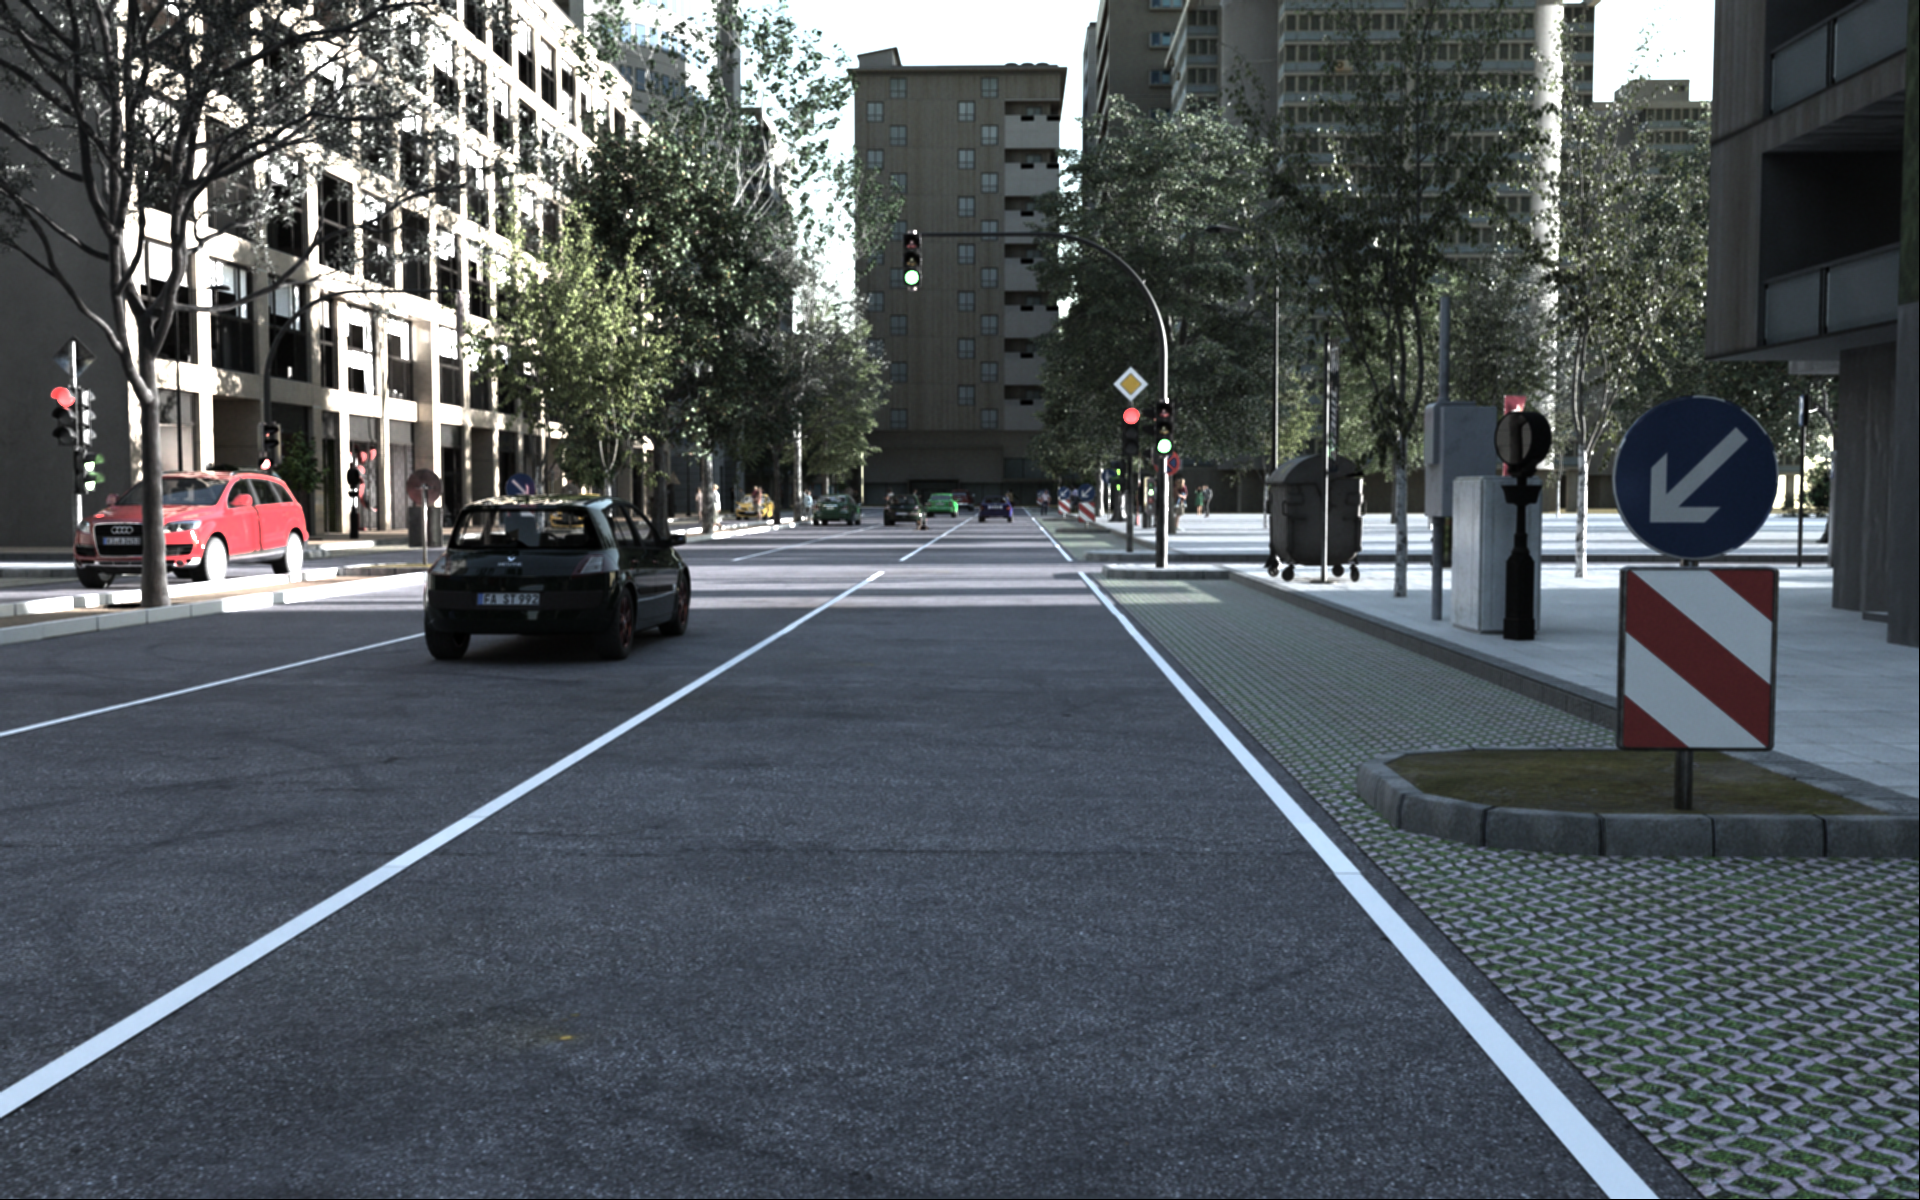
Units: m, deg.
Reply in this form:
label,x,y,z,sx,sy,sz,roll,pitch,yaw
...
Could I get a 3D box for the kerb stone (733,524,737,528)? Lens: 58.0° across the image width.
label,x,y,z,sx,sy,sz,roll,pitch,yaw
kerb stone,-9.585,-3.072,72.501,0.120,0.150,1.000,0,4,2

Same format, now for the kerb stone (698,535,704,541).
label,x,y,z,sx,sy,sz,roll,pitch,yaw
kerb stone,-8.059,-1.878,52.971,0.120,0.150,1.000,0,4,2

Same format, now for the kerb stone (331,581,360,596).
label,x,y,z,sx,sy,sz,roll,pitch,yaw
kerb stone,-8.886,-0.160,24.808,0.120,0.150,1.000,0,4,2

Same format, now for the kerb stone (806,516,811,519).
label,x,y,z,sx,sy,sz,roll,pitch,yaw
kerb stone,-8.791,-4.704,99.146,0.120,0.150,1.000,0,4,2

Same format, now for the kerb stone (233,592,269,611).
label,x,y,z,sx,sy,sz,roll,pitch,yaw
kerb stone,-8.981,0.028,21.730,0.120,0.150,1.000,0,4,2

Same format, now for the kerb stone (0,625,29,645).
label,x,y,z,sx,sy,sz,roll,pitch,yaw
kerb stone,-9.134,0.345,16.616,0.120,0.150,1.000,0,4,2

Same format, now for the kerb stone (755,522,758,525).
label,x,y,z,sx,sy,sz,roll,pitch,yaw
kerb stone,-9.400,-3.451,78.645,0.120,0.150,1.000,0,4,2

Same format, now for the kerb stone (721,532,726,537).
label,x,y,z,sx,sy,sz,roll,pitch,yaw
kerb stone,-7.939,-2.133,57.071,0.120,0.150,1.000,0,4,2

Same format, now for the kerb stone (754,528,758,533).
label,x,y,z,sx,sy,sz,roll,pitch,yaw
kerb stone,-7.720,-2.569,64.245,0.120,0.150,1.000,0,4,2

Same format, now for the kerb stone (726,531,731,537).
label,x,y,z,sx,sy,sz,roll,pitch,yaw
kerb stone,-7.903,-2.196,58.098,0.120,0.150,1.000,0,4,2

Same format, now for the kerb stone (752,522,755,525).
label,x,y,z,sx,sy,sz,roll,pitch,yaw
kerb stone,-9.428,-3.384,77.614,0.120,0.150,1.000,0,4,2

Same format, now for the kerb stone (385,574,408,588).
label,x,y,z,sx,sy,sz,roll,pitch,yaw
kerb stone,-8.834,-0.284,26.853,0.120,0.150,1.000,0,4,2

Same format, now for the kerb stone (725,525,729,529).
label,x,y,z,sx,sy,sz,roll,pitch,yaw
kerb stone,-9.643,-2.951,70.457,0.120,0.150,1.000,0,4,2

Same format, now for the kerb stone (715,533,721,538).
label,x,y,z,sx,sy,sz,roll,pitch,yaw
kerb stone,-7.965,-2.071,56.049,0.120,0.150,1.000,0,4,2

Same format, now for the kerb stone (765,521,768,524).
label,x,y,z,sx,sy,sz,roll,pitch,yaw
kerb stone,-9.306,-3.639,81.712,0.120,0.150,1.000,0,4,2

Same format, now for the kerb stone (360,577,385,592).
label,x,y,z,sx,sy,sz,roll,pitch,yaw
kerb stone,-8.855,-0.218,25.831,0.120,0.150,1.000,0,4,2

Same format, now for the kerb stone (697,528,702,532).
label,x,y,z,sx,sy,sz,roll,pitch,yaw
kerb stone,-9.820,-2.577,64.324,0.120,0.150,1.000,0,4,2

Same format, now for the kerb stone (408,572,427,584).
label,x,y,z,sx,sy,sz,roll,pitch,yaw
kerb stone,-8.807,-0.347,27.875,0.120,0.150,1.000,0,4,2

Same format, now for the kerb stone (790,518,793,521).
label,x,y,z,sx,sy,sz,roll,pitch,yaw
kerb stone,-9.036,-4.205,90.944,0.120,0.150,1.000,0,4,2

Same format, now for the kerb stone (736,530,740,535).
label,x,y,z,sx,sy,sz,roll,pitch,yaw
kerb stone,-7.850,-2.321,60.152,0.120,0.150,1.000,0,4,2

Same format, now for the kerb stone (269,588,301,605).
label,x,y,z,sx,sy,sz,roll,pitch,yaw
kerb stone,-8.954,-0.034,22.752,0.120,0.150,1.000,0,4,2

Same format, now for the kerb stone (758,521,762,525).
label,x,y,z,sx,sy,sz,roll,pitch,yaw
kerb stone,-9.366,-3.515,79.668,0.120,0.150,1.000,0,4,2

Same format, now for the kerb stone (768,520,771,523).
label,x,y,z,sx,sy,sz,roll,pitch,yaw
kerb stone,-9.277,-3.699,82.737,0.120,0.150,1.000,0,4,2

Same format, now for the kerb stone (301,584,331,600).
label,x,y,z,sx,sy,sz,roll,pitch,yaw
kerb stone,-8.927,-0.097,23.775,0.120,0.150,1.000,0,4,2

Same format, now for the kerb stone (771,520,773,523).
label,x,y,z,sx,sy,sz,roll,pitch,yaw
kerb stone,-9.254,-3.764,83.766,0.120,0.150,1.000,0,4,2

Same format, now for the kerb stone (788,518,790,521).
label,x,y,z,sx,sy,sz,roll,pitch,yaw
kerb stone,-9.070,-4.142,89.917,0.120,0.150,1.000,0,4,2

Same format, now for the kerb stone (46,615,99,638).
label,x,y,z,sx,sy,sz,roll,pitch,yaw
kerb stone,-9.115,0.279,17.637,0.120,0.150,1.000,0,4,2

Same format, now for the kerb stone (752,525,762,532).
label,x,y,z,sx,sy,sz,roll,pitch,yaw
kerb stone,-7.695,-2.632,65.268,0.120,0.150,1.000,0,4,2

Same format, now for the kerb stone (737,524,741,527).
label,x,y,z,sx,sy,sz,roll,pitch,yaw
kerb stone,-9.548,-3.133,73.522,0.120,0.150,1.000,0,4,2

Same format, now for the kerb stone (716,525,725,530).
label,x,y,z,sx,sy,sz,roll,pitch,yaw
kerb stone,-9.666,-2.889,69.433,0.120,0.150,1.000,0,4,2

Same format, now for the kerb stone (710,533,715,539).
label,x,y,z,sx,sy,sz,roll,pitch,yaw
kerb stone,-7.997,-2.008,55.023,0.120,0.150,1.000,0,4,2

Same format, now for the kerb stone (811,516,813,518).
label,x,y,z,sx,sy,sz,roll,pitch,yaw
kerb stone,-8.736,-4.832,101.200,0.120,0.150,1.000,0,4,2

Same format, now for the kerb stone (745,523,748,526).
label,x,y,z,sx,sy,sz,roll,pitch,yaw
kerb stone,-9.487,-3.262,75.570,0.120,0.150,1.000,0,4,2

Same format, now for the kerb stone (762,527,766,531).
label,x,y,z,sx,sy,sz,roll,pitch,yaw
kerb stone,-7.671,-2.697,66.293,0.120,0.150,1.000,0,4,2

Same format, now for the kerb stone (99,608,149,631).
label,x,y,z,sx,sy,sz,roll,pitch,yaw
kerb stone,-9.077,0.216,18.658,0.120,0.150,1.000,0,4,2

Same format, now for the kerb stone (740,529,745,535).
label,x,y,z,sx,sy,sz,roll,pitch,yaw
kerb stone,-7.819,-2.384,61.173,0.120,0.150,1.000,0,4,2

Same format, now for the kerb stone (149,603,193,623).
label,x,y,z,sx,sy,sz,roll,pitch,yaw
kerb stone,-9.042,0.153,19.686,0.120,0.150,1.000,0,4,2

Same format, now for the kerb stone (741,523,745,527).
label,x,y,z,sx,sy,sz,roll,pitch,yaw
kerb stone,-9.519,-3.202,74.548,0.120,0.150,1.000,0,4,2

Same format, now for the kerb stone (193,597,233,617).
label,x,y,z,sx,sy,sz,roll,pitch,yaw
kerb stone,-9.011,0.093,20.709,0.120,0.150,1.000,0,4,2

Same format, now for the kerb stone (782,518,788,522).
label,x,y,z,sx,sy,sz,roll,pitch,yaw
kerb stone,-9.096,-4.076,88.892,0.120,0.150,1.000,0,4,2

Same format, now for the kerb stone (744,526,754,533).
label,x,y,z,sx,sy,sz,roll,pitch,yaw
kerb stone,-7.757,-2.509,63.223,0.120,0.150,1.000,0,4,2

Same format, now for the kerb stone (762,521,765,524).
label,x,y,z,sx,sy,sz,roll,pitch,yaw
kerb stone,-9.336,-3.578,80.690,0.120,0.150,1.000,0,4,2

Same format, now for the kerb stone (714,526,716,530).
label,x,y,z,sx,sy,sz,roll,pitch,yaw
kerb stone,-9.736,-2.764,67.390,0.120,0.150,1.000,0,4,2

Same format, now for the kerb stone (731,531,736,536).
label,x,y,z,sx,sy,sz,roll,pitch,yaw
kerb stone,-7.876,-2.257,59.122,0.120,0.150,1.000,0,4,2

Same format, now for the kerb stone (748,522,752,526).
label,x,y,z,sx,sy,sz,roll,pitch,yaw
kerb stone,-9.458,-3.327,76.592,0.120,0.150,1.000,0,4,2

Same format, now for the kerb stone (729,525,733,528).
label,x,y,z,sx,sy,sz,roll,pitch,yaw
kerb stone,-9.611,-3.010,71.479,0.120,0.150,1.000,0,4,2

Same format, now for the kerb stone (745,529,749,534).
label,x,y,z,sx,sy,sz,roll,pitch,yaw
kerb stone,-7.793,-2.446,62.195,0.120,0.150,1.000,0,4,2

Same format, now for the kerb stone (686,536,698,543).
label,x,y,z,sx,sy,sz,roll,pitch,yaw
kerb stone,-8.087,-1.820,51.948,0.120,0.150,1.000,0,4,2

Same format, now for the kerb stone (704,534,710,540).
label,x,y,z,sx,sy,sz,roll,pitch,yaw
kerb stone,-8.021,-1.945,53.993,0.120,0.150,1.000,0,4,2

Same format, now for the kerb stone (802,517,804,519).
label,x,y,z,sx,sy,sz,roll,pitch,yaw
kerb stone,-8.889,-4.515,96.070,0.120,0.150,1.000,0,4,2

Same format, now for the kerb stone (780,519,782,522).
label,x,y,z,sx,sy,sz,roll,pitch,yaw
kerb stone,-9.154,-3.953,86.835,0.120,0.150,1.000,0,4,2
